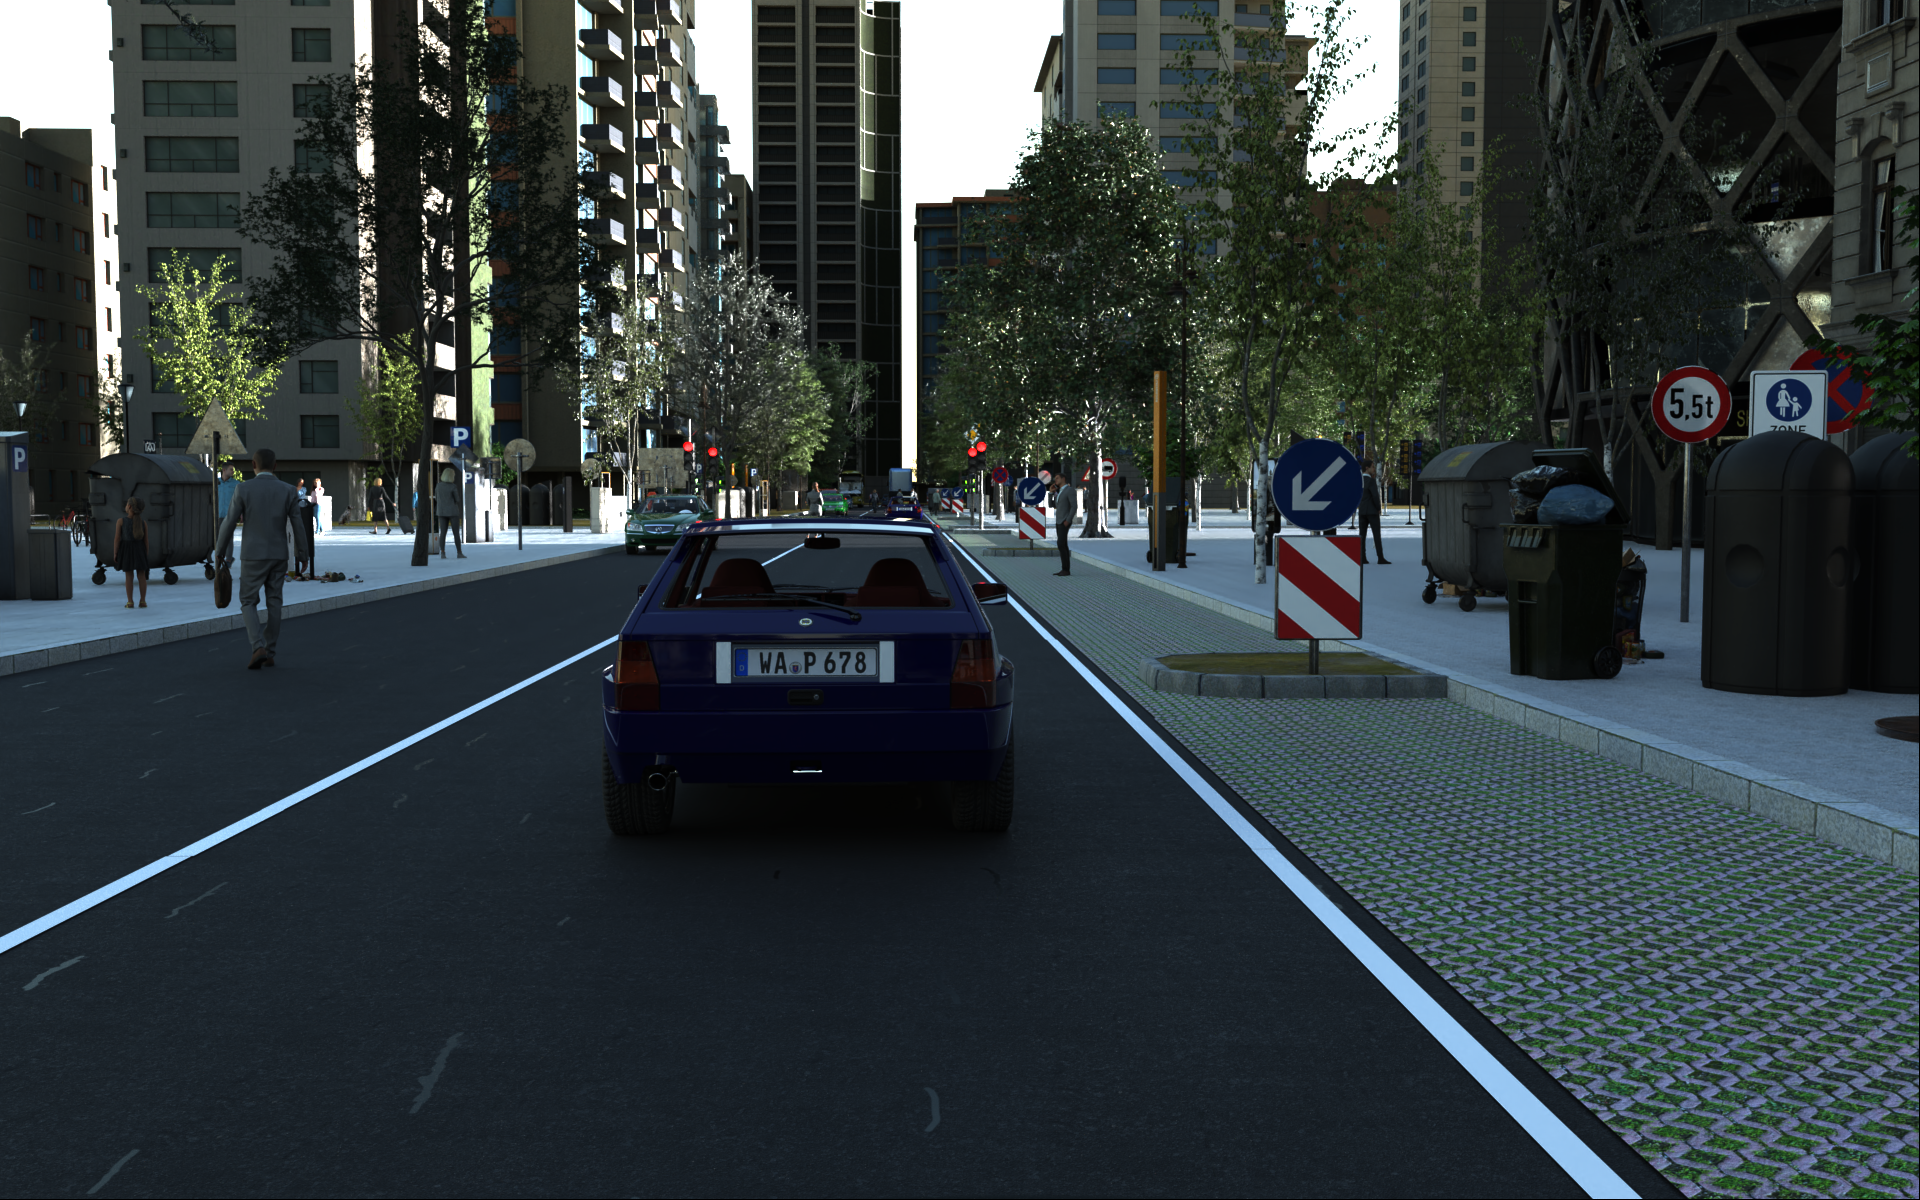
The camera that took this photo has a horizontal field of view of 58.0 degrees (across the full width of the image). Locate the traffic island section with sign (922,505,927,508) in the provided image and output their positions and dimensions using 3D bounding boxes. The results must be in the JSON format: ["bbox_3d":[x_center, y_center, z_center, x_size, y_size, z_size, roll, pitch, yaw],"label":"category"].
[{"bbox_3d":[-2.783,-10.032,172.655,1.989,1.847,2.006,0,4,-2],"label":"traffic island section with sign"}]

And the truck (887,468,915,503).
[{"bbox_3d":[-5.916,-11.219,173.182,2.967,4.110,18.799,0,4,-2],"label":"truck"}]

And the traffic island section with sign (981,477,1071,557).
[{"bbox_3d":[1.511,-1.935,40.264,1.989,1.847,2.006,0,4,-2],"label":"traffic island section with sign"}]

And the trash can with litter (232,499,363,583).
[{"bbox_3d":[-9.640,-0.891,25.627,1.678,1.210,2.233,-3,5,-45],"label":"trash can with litter"}]

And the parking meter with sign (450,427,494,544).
[{"bbox_3d":[-12.811,-3.020,45.634,0.543,3.016,1.738,0,4,5],"label":"parking meter with sign"}]

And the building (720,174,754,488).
[{"bbox_3d":[-40.404,-38.224,248.663,21.600,48.544,21.300,0,4,-2],"label":"building"}]

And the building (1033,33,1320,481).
[{"bbox_3d":[23.636,-37.181,197.143,28.713,52.752,27.495,0,4,-2],"label":"building"}]

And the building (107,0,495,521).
[{"bbox_3d":[-32.121,-19.255,86.522,14.160,30.474,14.107,0,4,-2],"label":"building"}]

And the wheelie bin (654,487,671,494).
[{"bbox_3d":[-12.991,-4.131,75.447,0.693,1.594,0.980,3,5,43],"label":"wheelie bin"}]

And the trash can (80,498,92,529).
[{"bbox_3d":[-30.128,-2.967,60.170,0.748,1.137,0.748,0,3,0],"label":"trash can"}]

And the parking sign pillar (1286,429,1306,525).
[{"bbox_3d":[14.164,-5.058,71.177,1.447,3.967,1.447,2,4,31],"label":"parking sign pillar"}]

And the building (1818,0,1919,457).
[{"bbox_3d":[19.524,-10.453,20.054,9.793,20.994,18.267,0,4,-2],"label":"building"}]

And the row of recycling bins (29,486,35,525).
[{"bbox_3d":[-38.804,-3.898,70.839,1.069,1.692,3.534,0,4,-8],"label":"row of recycling bins"}]

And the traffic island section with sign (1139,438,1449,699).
[{"bbox_3d":[2.395,-0.268,13.003,1.989,1.847,2.006,0,4,-2],"label":"traffic island section with sign"}]

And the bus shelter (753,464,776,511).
[{"bbox_3d":[-15.376,-8.985,138.185,1.731,3.624,6.357,0,4,-2],"label":"bus shelter"}]

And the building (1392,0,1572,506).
[{"bbox_3d":[61.480,-46.691,201.656,20.611,71.187,20.563,0,4,-2],"label":"building"}]

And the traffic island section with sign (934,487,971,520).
[{"bbox_3d":[-0.265,-5.305,95.362,1.989,1.847,2.006,0,4,-2],"label":"traffic island section with sign"}]

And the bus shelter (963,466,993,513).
[{"bbox_3d":[1.307,-7.834,122.013,2.014,3.302,5.546,0,4,-2],"label":"bus shelter"}]

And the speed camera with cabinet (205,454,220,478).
[{"bbox_3d":[-26.848,-4.029,60.209,2.038,3.252,0.660,-3,4,-39],"label":"speed camera with cabinet"}]

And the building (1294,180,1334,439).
[{"bbox_3d":[44.100,-36.597,248.475,14.200,45.320,14.600,0,4,-2],"label":"building"}]

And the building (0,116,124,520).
[{"bbox_3d":[-60.208,-15.142,92.609,28.899,21.520,27.650,0,4,-2],"label":"building"}]

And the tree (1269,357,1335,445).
[{"bbox_3d":[24.877,-10.793,102.215,9.928,11.665,9.643,0,3,0],"label":"tree"}]

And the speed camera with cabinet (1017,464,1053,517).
[{"bbox_3d":[4.195,-6.248,96.497,2.038,3.252,0.660,-2,4,-28],"label":"speed camera with cabinet"}]

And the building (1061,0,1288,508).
[{"bbox_3d":[20.491,-38.352,169.049,21.231,58.520,28.212,0,4,-2],"label":"building"}]

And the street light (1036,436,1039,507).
[{"bbox_3d":[2.782,-5.472,62.252,0.468,5.910,1.993,0,4,-2],"label":"street light"}]

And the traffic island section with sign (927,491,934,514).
[{"bbox_3d":[-1.143,-6.953,122.303,1.989,1.847,2.006,0,4,-2],"label":"traffic island section with sign"}]

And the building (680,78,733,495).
[{"bbox_3d":[-41.641,-35.315,197.010,30.456,49.044,23.786,0,4,-2],"label":"building"}]

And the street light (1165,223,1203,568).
[{"bbox_3d":[3.859,-3.493,29.896,0.468,5.910,1.993,0,4,-2],"label":"street light"}]

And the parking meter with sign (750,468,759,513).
[{"bbox_3d":[-13.673,-7.384,116.996,0.543,3.016,1.738,-2,4,-23],"label":"parking meter with sign"}]

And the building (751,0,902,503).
[{"bbox_3d":[-18.673,-49.567,248.674,20.611,71.187,20.563,0,4,-2],"label":"building"}]

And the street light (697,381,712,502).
[{"bbox_3d":[-10.464,-6.007,71.000,0.468,5.910,1.993,0,4,-2],"label":"street light"}]

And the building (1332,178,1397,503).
[{"bbox_3d":[58.390,-36.600,248.525,14.200,45.320,14.600,0,4,-2],"label":"building"}]

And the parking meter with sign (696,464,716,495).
[{"bbox_3d":[-14.451,-6.364,100.315,0.543,3.016,1.738,3,4,38],"label":"parking meter with sign"}]

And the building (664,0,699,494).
[{"bbox_3d":[-38.719,-34.787,158.014,28.713,52.752,27.495,0,4,-2],"label":"building"}]

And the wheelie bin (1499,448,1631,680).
[{"bbox_3d":[4.227,-0.259,12.148,0.693,1.594,0.980,-1,4,-19],"label":"wheelie bin"}]

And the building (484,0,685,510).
[{"bbox_3d":[-31.296,-28.499,120.580,22.147,44.769,28.867,0,4,-2],"label":"building"}]

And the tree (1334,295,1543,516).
[{"bbox_3d":[27.032,-10.133,91.424,9.928,11.665,9.643,0,3,0],"label":"tree"}]

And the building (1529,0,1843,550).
[{"bbox_3d":[23.768,-10.759,43.361,16.820,18.784,16.811,0,4,-2],"label":"building"}]

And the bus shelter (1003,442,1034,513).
[{"bbox_3d":[3.850,-8.773,121.071,2.179,5.291,8.768,0,4,-2],"label":"bus shelter"}]

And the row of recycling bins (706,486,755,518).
[{"bbox_3d":[-12.512,-5.355,94.665,1.069,1.692,3.534,3,4,36],"label":"row of recycling bins"}]

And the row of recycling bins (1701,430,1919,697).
[{"bbox_3d":[6.686,-0.272,11.560,3.534,1.692,1.069,-1,4,-12],"label":"row of recycling bins"}]

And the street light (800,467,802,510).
[{"bbox_3d":[-12.505,-9.979,135.942,0.468,5.910,1.993,0,4,-2],"label":"street light"}]

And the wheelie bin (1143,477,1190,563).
[{"bbox_3d":[3.865,-1.493,32.316,0.980,1.594,0.693,2,4,29],"label":"wheelie bin"}]

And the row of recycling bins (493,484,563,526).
[{"bbox_3d":[-17.525,-3.894,70.785,3.534,1.692,1.069,1,4,12],"label":"row of recycling bins"}]

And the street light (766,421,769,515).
[{"bbox_3d":[-11.542,-8.031,104.089,0.468,5.910,1.993,0,4,-2],"label":"street light"}]

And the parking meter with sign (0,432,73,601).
[{"bbox_3d":[-11.710,-1.511,20.974,1.738,3.016,0.543,0,4,2],"label":"parking meter with sign"}]

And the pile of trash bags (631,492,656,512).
[{"bbox_3d":[-12.637,-3.741,70.919,1.912,1.369,3.447,-1,4,-13],"label":"pile of trash bags"}]

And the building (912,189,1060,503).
[{"bbox_3d":[6.129,-36.500,251.401,28.867,44.769,22.147,0,4,-2],"label":"building"}]
